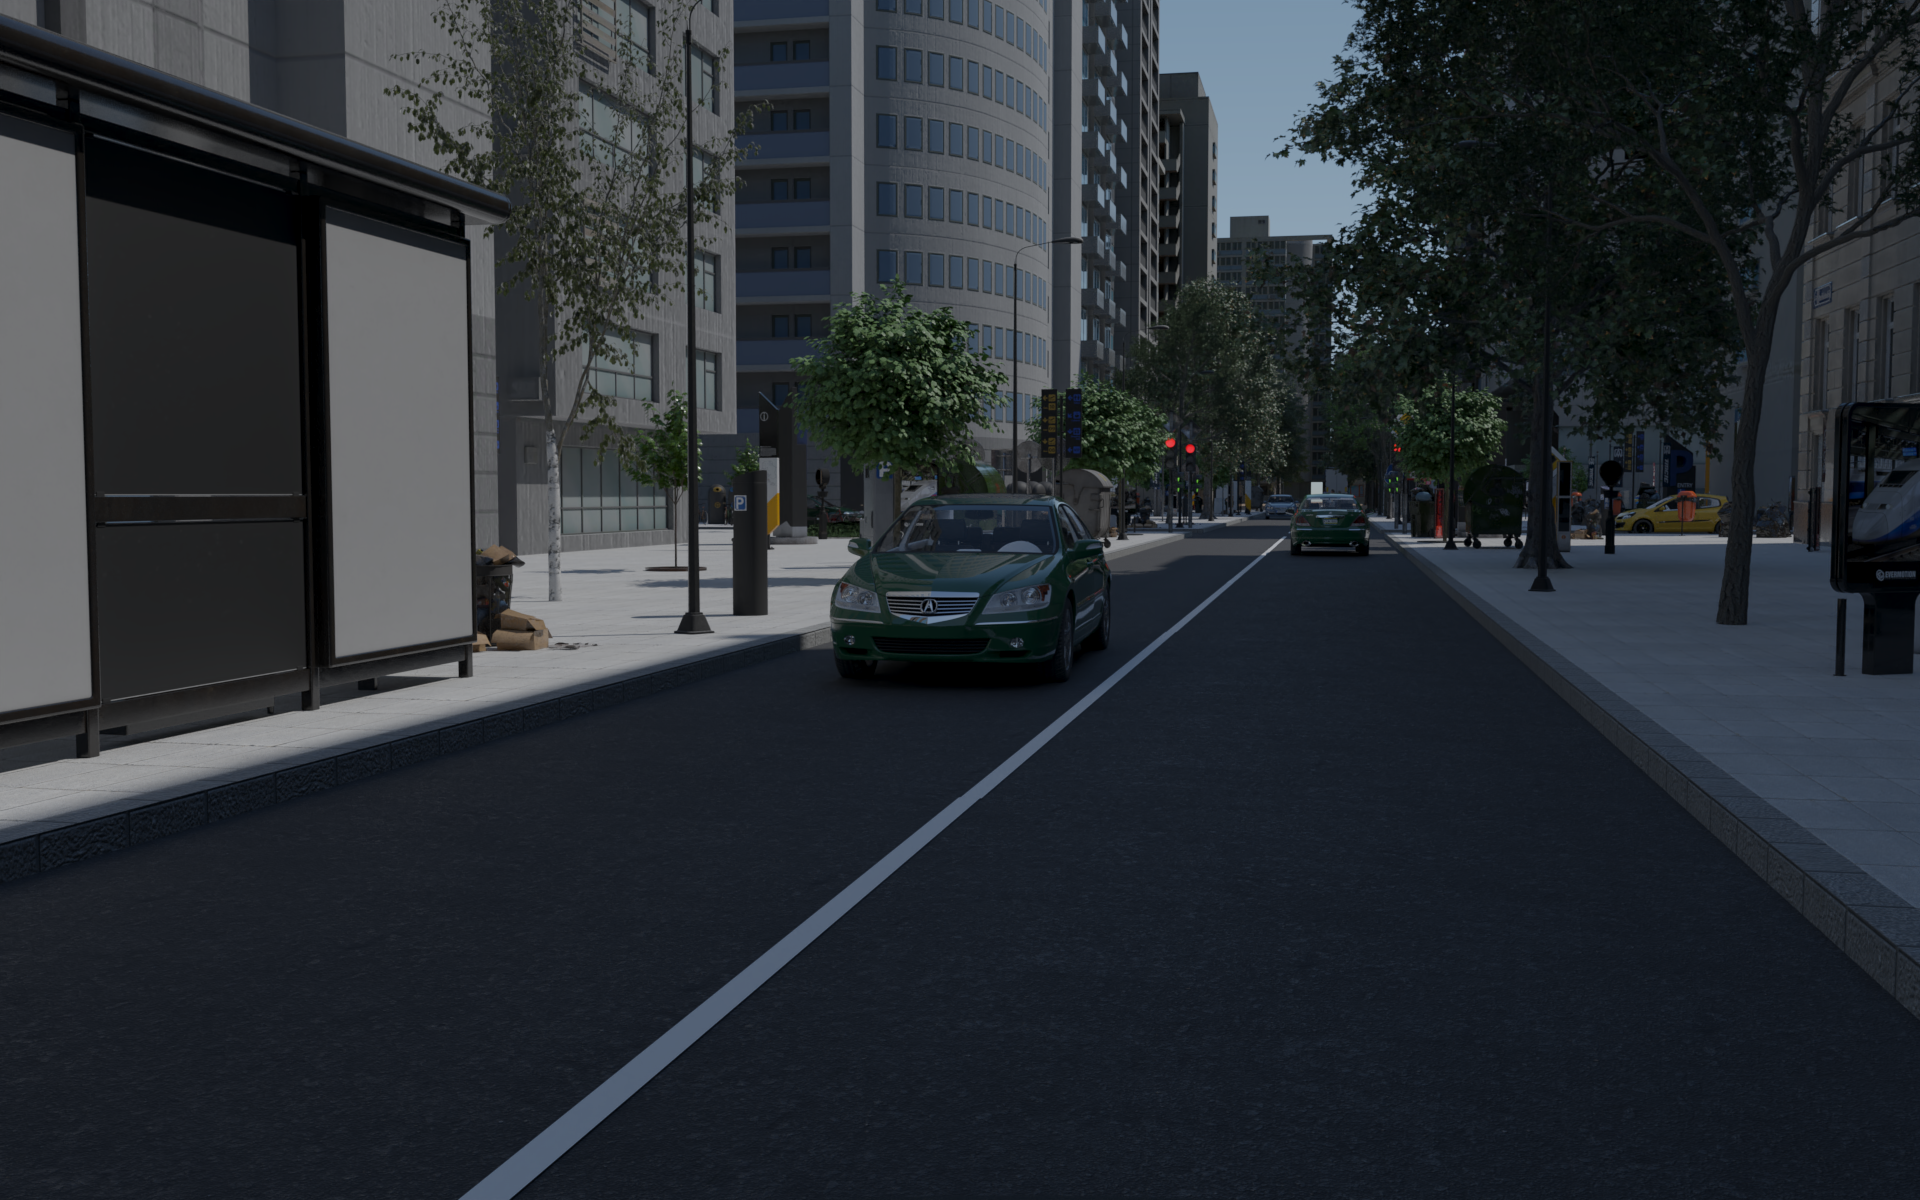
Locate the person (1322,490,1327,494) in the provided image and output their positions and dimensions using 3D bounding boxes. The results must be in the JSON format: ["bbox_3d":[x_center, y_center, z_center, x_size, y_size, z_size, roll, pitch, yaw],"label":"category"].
[{"bbox_3d":[33.779,-9.277,160.039,0.709,1.838,0.599,3,5,40],"label":"person"}]

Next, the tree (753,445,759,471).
[{"bbox_3d":[-7.308,-3.932,58.891,1.663,3.219,1.824,0,3,0],"label":"tree"}]

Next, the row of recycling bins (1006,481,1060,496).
[{"bbox_3d":[2.548,-3.049,56.958,1.069,1.692,3.534,2,4,27],"label":"row of recycling bins"}]

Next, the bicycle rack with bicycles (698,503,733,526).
[{"bbox_3d":[-9.926,-3.521,70.947,2.852,0.926,2.925,0,4,2],"label":"bicycle rack with bicycles"}]

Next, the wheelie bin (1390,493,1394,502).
[{"bbox_3d":[27.688,-6.258,110.219,0.980,1.594,0.693,-3,5,-42],"label":"wheelie bin"}]

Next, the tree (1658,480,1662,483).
[{"bbox_3d":[43.566,-6.759,105.114,1.663,3.219,1.824,0,3,0],"label":"tree"}]

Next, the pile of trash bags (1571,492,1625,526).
[{"bbox_3d":[25.985,-3.691,70.101,1.912,1.369,3.447,0,4,-1],"label":"pile of trash bags"}]

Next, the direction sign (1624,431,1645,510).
[{"bbox_3d":[24.183,-4.293,62.188,0.876,3.537,0.379,-1,4,-21],"label":"direction sign"}]

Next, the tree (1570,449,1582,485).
[{"bbox_3d":[34.159,-7.118,100.101,4.285,4.588,4.351,0,3,0],"label":"tree"}]

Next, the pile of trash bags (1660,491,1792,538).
[{"bbox_3d":[23.200,-2.586,52.040,1.912,1.369,3.447,-3,5,-43],"label":"pile of trash bags"}]

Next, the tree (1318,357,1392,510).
[{"bbox_3d":[33.949,-14.424,142.480,9.857,13.997,8.962,0,3,0],"label":"tree"}]

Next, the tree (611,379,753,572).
[{"bbox_3d":[-4.743,-2.112,29.135,1.663,3.219,1.824,0,3,0],"label":"tree"}]

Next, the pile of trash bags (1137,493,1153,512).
[{"bbox_3d":[12.528,-6.853,121.803,1.912,1.369,3.447,0,4,1],"label":"pile of trash bags"}]

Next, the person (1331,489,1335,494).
[{"bbox_3d":[22.660,-5.866,105.159,0.760,1.731,0.466,-2,4,-28],"label":"person"}]

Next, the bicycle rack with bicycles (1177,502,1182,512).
[{"bbox_3d":[15.765,-6.961,127.191,2.925,0.926,2.852,-2,4,-25],"label":"bicycle rack with bicycles"}]

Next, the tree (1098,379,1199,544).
[{"bbox_3d":[3.294,-3.759,45.175,4.285,4.588,4.351,0,3,0],"label":"tree"}]

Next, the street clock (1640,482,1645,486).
[{"bbox_3d":[41.763,-6.202,105.978,0.358,2.002,0.471,0,4,7],"label":"street clock"}]

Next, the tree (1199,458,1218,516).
[{"bbox_3d":[5.104,-4.304,54.084,4.285,4.588,4.351,0,3,0],"label":"tree"}]

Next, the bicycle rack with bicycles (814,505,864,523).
[{"bbox_3d":[-3.170,-2.789,58.982,2.925,0.926,2.852,3,5,43],"label":"bicycle rack with bicycles"}]

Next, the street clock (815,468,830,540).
[{"bbox_3d":[-3.877,-2.713,48.921,0.358,2.002,0.471,-2,4,-32],"label":"street clock"}]

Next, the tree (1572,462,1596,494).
[{"bbox_3d":[37.445,-6.739,104.776,1.663,3.219,1.824,0,3,0],"label":"tree"}]

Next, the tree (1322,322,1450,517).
[{"bbox_3d":[24.365,-10.606,99.166,9.928,11.665,9.643,0,3,0],"label":"tree"}]

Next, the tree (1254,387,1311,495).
[{"bbox_3d":[33.130,-16.171,182.519,7.486,12.596,7.792,0,3,0],"label":"tree"}]

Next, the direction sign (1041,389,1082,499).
[{"bbox_3d":[2.184,-2.775,37.365,0.876,3.537,0.379,1,4,10],"label":"direction sign"}]

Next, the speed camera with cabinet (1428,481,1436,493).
[{"bbox_3d":[20.296,-4.905,74.526,0.660,3.252,2.038,0,4,5],"label":"speed camera with cabinet"}]

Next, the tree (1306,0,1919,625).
[{"bbox_3d":[7.506,-5.016,16.421,8.767,10.594,7.601,1,4,13],"label":"tree"}]

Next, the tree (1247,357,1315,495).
[{"bbox_3d":[38.679,-21.987,215.375,12.611,20.169,13.585,0,3,0],"label":"tree"}]

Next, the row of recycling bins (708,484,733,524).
[{"bbox_3d":[-9.059,-4.045,73.256,3.534,1.692,1.069,1,4,20],"label":"row of recycling bins"}]

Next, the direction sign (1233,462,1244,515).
[{"bbox_3d":[16.838,-6.891,104.668,0.379,3.537,0.876,-3,4,-37],"label":"direction sign"}]

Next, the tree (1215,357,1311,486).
[{"bbox_3d":[27.082,-15.358,157.751,9.857,13.997,8.962,0,3,0],"label":"tree"}]

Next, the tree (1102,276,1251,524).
[{"bbox_3d":[9.270,-8.560,74.364,7.601,10.594,8.767,3,5,42],"label":"tree"}]

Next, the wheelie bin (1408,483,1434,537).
[{"bbox_3d":[13.729,-2.659,51.389,0.693,1.594,0.980,-1,4,-13],"label":"wheelie bin"}]

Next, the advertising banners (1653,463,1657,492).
[{"bbox_3d":[38.918,-6.156,96.832,0.090,3.025,2.074,2,4,32],"label":"advertising banners"}]

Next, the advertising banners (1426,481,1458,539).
[{"bbox_3d":[13.778,-3.276,49.746,0.090,3.025,2.074,3,5,44],"label":"advertising banners"}]

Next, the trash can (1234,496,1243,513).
[{"bbox_3d":[18.892,-6.507,118.039,0.748,1.137,0.748,0,3,0],"label":"trash can"}]

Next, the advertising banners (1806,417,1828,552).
[{"bbox_3d":[19.377,-2.625,39.109,0.090,3.025,2.074,2,4,35],"label":"advertising banners"}]

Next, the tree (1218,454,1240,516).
[{"bbox_3d":[14.702,-7.170,100.945,4.285,4.588,4.351,0,3,0],"label":"tree"}]

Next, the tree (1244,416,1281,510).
[{"bbox_3d":[23.685,-11.506,138.492,4.737,8.622,4.395,0,3,0],"label":"tree"}]

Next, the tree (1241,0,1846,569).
[{"bbox_3d":[9.994,-6.887,29.608,9.611,12.733,9.660,0,3,0],"label":"tree"}]

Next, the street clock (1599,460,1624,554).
[{"bbox_3d":[13.923,-1.987,37.054,0.471,2.002,0.358,2,4,30],"label":"street clock"}]

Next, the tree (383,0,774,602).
[{"bbox_3d":[-4.611,-4.287,20.453,4.360,8.622,3.978,0,3,0],"label":"tree"}]

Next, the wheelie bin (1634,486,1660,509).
[{"bbox_3d":[27.540,-3.757,69.342,0.980,1.594,0.693,0,4,-7],"label":"wheelie bin"}]

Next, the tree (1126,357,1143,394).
[{"bbox_3d":[12.726,-10.535,89.249,9.611,12.733,9.660,0,3,0],"label":"tree"}]

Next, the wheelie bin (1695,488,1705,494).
[{"bbox_3d":[38.187,-5.000,89.651,0.980,1.594,0.693,3,4,36],"label":"wheelie bin"}]

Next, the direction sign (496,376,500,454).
[{"bbox_3d":[-9.068,-2.510,33.034,0.379,3.537,0.876,2,4,26],"label":"direction sign"}]

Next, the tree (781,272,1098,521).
[{"bbox_3d":[-0.906,-2.564,25.638,4.285,4.588,4.351,0,3,0],"label":"tree"}]

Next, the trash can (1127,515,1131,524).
[{"bbox_3d":[6.680,-3.614,70.737,0.748,1.137,0.748,0,3,0],"label":"trash can"}]

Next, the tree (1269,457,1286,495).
[{"bbox_3d":[36.878,-15.369,201.642,4.360,8.622,3.978,0,3,0],"label":"tree"}]

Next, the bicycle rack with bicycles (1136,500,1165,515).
[{"bbox_3d":[10.431,-5.648,105.721,2.852,0.926,2.925,-1,4,-23],"label":"bicycle rack with bicycles"}]

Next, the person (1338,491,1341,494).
[{"bbox_3d":[32.450,-8.473,147.772,1.217,1.736,0.721,-3,5,-44],"label":"person"}]

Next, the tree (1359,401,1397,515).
[{"bbox_3d":[26.664,-9.620,107.644,4.360,8.622,3.978,0,3,0],"label":"tree"}]

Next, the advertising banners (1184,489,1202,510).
[{"bbox_3d":[18.806,-8.708,138.557,2.074,3.025,0.090,-1,4,-21],"label":"advertising banners"}]

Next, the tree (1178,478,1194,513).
[{"bbox_3d":[15.491,-7.617,119.134,1.663,3.219,1.824,0,3,0],"label":"tree"}]

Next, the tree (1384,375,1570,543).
[{"bbox_3d":[12.815,-3.801,45.867,4.285,4.588,4.351,0,3,0],"label":"tree"}]
